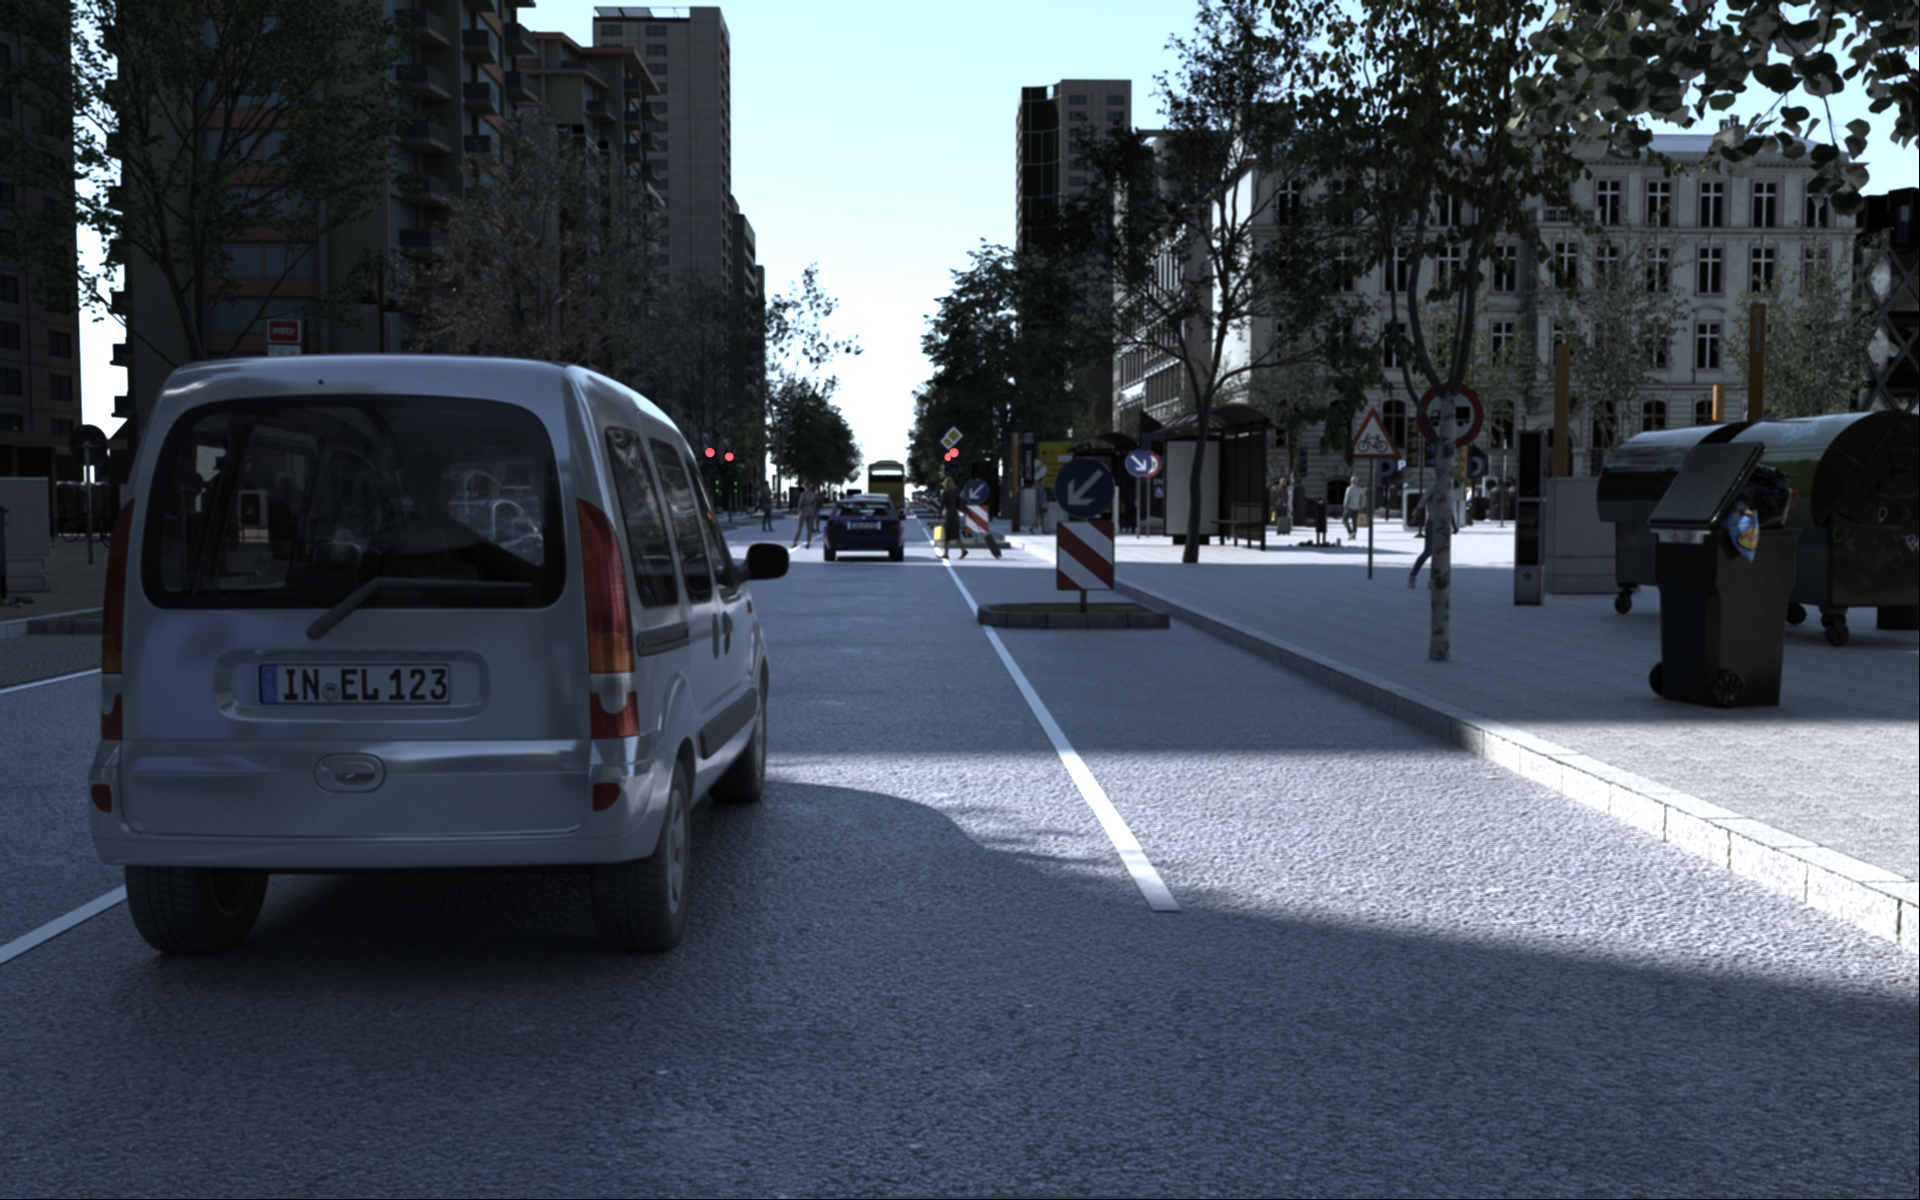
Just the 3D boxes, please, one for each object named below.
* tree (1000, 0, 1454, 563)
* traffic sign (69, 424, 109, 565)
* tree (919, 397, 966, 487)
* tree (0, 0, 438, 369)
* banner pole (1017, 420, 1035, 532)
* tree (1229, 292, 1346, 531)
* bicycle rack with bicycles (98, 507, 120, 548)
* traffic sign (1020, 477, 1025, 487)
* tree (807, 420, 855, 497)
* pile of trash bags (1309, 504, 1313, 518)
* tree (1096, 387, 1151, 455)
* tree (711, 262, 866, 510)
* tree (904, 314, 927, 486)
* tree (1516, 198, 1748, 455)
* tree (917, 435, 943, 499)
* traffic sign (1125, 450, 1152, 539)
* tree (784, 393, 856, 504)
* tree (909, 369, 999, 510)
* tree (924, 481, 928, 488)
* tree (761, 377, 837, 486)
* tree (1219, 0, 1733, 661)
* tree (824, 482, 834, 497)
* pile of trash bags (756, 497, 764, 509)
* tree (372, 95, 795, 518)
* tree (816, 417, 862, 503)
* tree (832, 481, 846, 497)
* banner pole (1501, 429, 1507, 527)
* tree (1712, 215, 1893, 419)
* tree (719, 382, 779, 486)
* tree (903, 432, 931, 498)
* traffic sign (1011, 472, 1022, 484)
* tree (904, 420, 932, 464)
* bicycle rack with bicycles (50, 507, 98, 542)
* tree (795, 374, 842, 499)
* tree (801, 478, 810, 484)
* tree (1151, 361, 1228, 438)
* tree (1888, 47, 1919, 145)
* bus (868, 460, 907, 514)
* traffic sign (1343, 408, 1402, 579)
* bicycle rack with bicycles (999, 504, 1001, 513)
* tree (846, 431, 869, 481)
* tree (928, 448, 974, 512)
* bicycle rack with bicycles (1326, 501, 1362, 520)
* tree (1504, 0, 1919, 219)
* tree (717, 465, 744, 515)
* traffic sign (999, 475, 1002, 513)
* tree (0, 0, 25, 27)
[{"bbox_3d":[4.471,-5.945,31.617,8.767,10.594,7.601,-3,4,-36],"label":"tree"},{"bbox_3d":[-15.822,-1.917,31.450,0.768,2.556,0.104,0,4,7],"label":"traffic sign"},{"bbox_3d":[-0.654,-16.288,184.429,7.486,12.596,7.792,0,3,0],"label":"tree"},{"bbox_3d":[-11.848,-6.185,26.879,9.928,11.665,9.643,0,3,0],"label":"tree"},{"bbox_3d":[2.197,-4.203,58.738,0.863,3.779,0.401,3,4,37],"label":"banner pole"},{"bbox_3d":[11.467,-6.709,60.050,4.360,8.622,3.978,0,3,0],"label":"tree"},{"bbox_3d":[-20.081,-1.923,44.826,2.852,0.926,2.925,3,4,38],"label":"bicycle rack with bicycles"},{"bbox_3d":[4.657,-7.781,127.319,0.768,2.556,0.104,0,4,0],"label":"traffic sign"},{"bbox_3d":[-17.597,-18.254,224.205,9.928,11.665,9.643,0,3,0],"label":"tree"},{"bbox_3d":[17.181,-5.079,92.786,3.447,1.369,1.912,1,4,16],"label":"pile of trash bags"},{"bbox_3d":[11.597,-10.331,119.273,4.360,8.622,3.978,0,3,0],"label":"tree"},{"bbox_3d":[-14.293,-17.494,141.921,12.611,20.169,13.585,0,3,0],"label":"tree"},{"bbox_3d":[2.429,-11.041,87.173,9.857,13.997,8.962,0,3,0],"label":"tree"},{"bbox_3d":[15.984,-5.630,42.407,4.360,8.622,3.978,0,3,0],"label":"tree"},{"bbox_3d":[-2.671,-15.185,198.633,4.360,8.622,3.978,0,3,0],"label":"tree"},{"bbox_3d":[5.120,-3.032,49.677,0.768,2.556,0.104,0,4,0],"label":"traffic sign"},{"bbox_3d":[-17.505,-18.772,213.581,9.857,13.997,8.962,0,3,0],"label":"tree"},{"bbox_3d":[-0.085,-12.998,138.265,9.928,11.665,9.643,0,3,0],"label":"tree"},{"bbox_3d":[-3.969,-17.668,272.589,4.285,4.588,4.351,0,3,0],"label":"tree"},{"bbox_3d":[-16.015,-15.326,168.713,7.486,12.596,7.792,0,3,0],"label":"tree"},{"bbox_3d":[3.859,-3.852,13.350,4.737,8.622,4.395,0,3,0],"label":"tree"},{"bbox_3d":[-18.668,-18.528,253.295,4.737,8.622,4.395,0,3,0],"label":"tree"},{"bbox_3d":[-17.936,-8.450,147.903,3.447,1.369,1.912,-1,4,-11],"label":"pile of trash bags"},{"bbox_3d":[-13.043,-8.820,54.582,12.009,13.543,11.850,0,3,0],"label":"tree"},{"bbox_3d":[-18.518,-20.061,245.008,9.611,12.733,9.660,0,3,0],"label":"tree"},{"bbox_3d":[-19.828,-20.197,280.579,4.360,8.622,3.978,0,3,0],"label":"tree"},{"bbox_3d":[20.846,-4.671,66.385,0.401,3.779,0.863,0,4,7],"label":"banner pole"},{"bbox_3d":[21.984,-5.774,44.772,4.360,8.622,3.978,0,3,0],"label":"tree"},{"bbox_3d":[-13.785,-9.965,113.288,4.737,8.622,4.395,0,3,0],"label":"tree"},{"bbox_3d":[-5.479,-23.421,299.941,9.611,12.733,9.660,0,3,0],"label":"tree"},{"bbox_3d":[2.960,-5.749,94.103,0.768,2.556,0.104,0,4,2],"label":"traffic sign"},{"bbox_3d":[-1.850,-18.716,216.382,12.009,13.543,11.850,0,3,0],"label":"tree"},{"bbox_3d":[-23.277,-2.062,47.099,2.925,0.926,2.852,1,4,21],"label":"bicycle rack with bicycles"},{"bbox_3d":[-13.312,-11.090,91.688,12.009,13.543,11.850,0,3,0],"label":"tree"},{"bbox_3d":[-16.865,-11.980,190.478,1.663,3.219,1.824,0,3,0],"label":"tree"},{"bbox_3d":[13.041,-8.796,94.173,4.360,8.622,3.978,0,3,0],"label":"tree"},{"bbox_3d":[11.984,-4.171,18.560,4.737,8.622,4.395,0,3,0],"label":"tree"},{"bbox_3d":[-5.244,-8.126,124.405,2.896,3.916,12.252,0,4,-2],"label":"bus"},{"bbox_3d":[6.199,-1.596,26.101,0.884,2.594,0.081,0,4,1],"label":"traffic sign"},{"bbox_3d":[2.675,-6.027,111.926,2.925,0.926,2.852,1,4,14],"label":"bicycle rack with bicycles"},{"bbox_3d":[-20.709,-23.955,302.026,12.009,13.543,11.850,0,3,0],"label":"tree"},{"bbox_3d":[0.130,-8.574,123.895,4.285,4.588,4.351,0,3,0],"label":"tree"},{"bbox_3d":[19.163,-4.597,88.537,2.925,0.926,2.852,-2,4,-34],"label":"bicycle rack with bicycles"},{"bbox_3d":[5.067,-6.026,5.184,9.857,13.997,8.962,0,3,0],"label":"tree"},{"bbox_3d":[-13.571,-6.709,104.293,1.663,3.219,1.824,0,3,0],"label":"tree"},{"bbox_3d":[2.694,-7.245,118.563,0.768,2.556,0.104,0,4,6],"label":"traffic sign"},{"bbox_3d":[-9.910,-4.694,11.159,7.601,10.594,8.767,-1,4,-19],"label":"tree"}]
